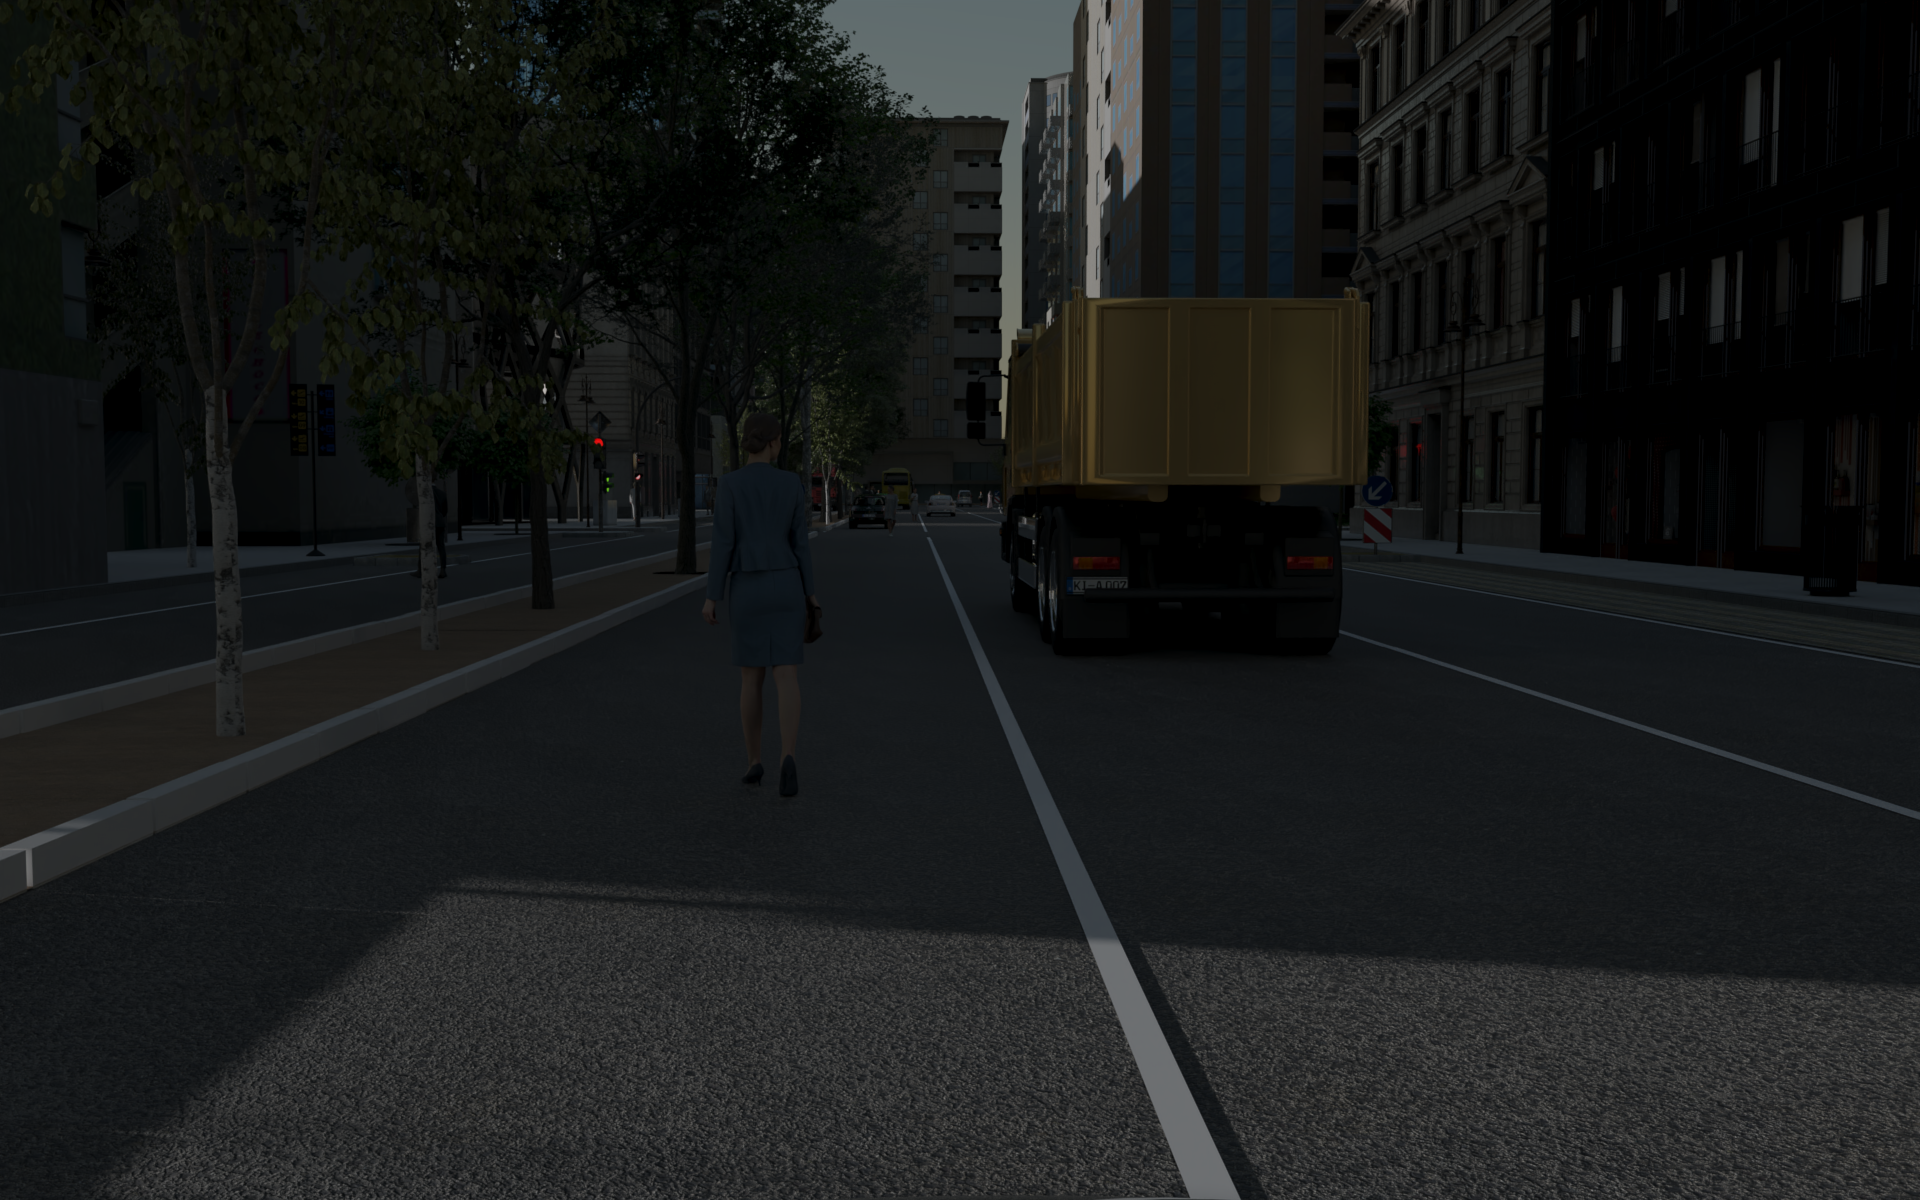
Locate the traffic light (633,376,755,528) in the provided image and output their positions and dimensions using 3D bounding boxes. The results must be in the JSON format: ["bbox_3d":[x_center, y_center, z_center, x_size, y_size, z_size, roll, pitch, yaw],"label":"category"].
[{"bbox_3d":[-10.253,-5.614,66.457,4.771,5.953,1.251,0,4,-2],"label":"traffic light"}]

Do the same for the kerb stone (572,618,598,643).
[{"bbox_3d":[-3.733,0.315,17.039,0.120,0.150,1.000,0,4,-2],"label":"kerb stone"}]

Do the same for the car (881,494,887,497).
[{"bbox_3d":[-6.032,-7.854,137.206,1.959,1.807,4.718,0,3,0],"label":"car"}]

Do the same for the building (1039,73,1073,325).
[{"bbox_3d":[20.793,-35.529,200.508,23.786,49.044,30.456,0,4,-2],"label":"building"}]

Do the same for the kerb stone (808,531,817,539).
[{"bbox_3d":[-4.920,-2.194,58.067,0.120,0.150,1.000,0,4,-2],"label":"kerb stone"}]

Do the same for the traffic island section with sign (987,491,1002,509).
[{"bbox_3d":[4.032,-11.447,195.781,1.989,1.847,2.006,0,4,-2],"label":"traffic island section with sign"}]

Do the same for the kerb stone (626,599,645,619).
[{"bbox_3d":[-3.823,0.128,20.109,0.120,0.150,1.000,0,4,-2],"label":"kerb stone"}]

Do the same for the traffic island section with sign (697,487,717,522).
[{"bbox_3d":[-12.778,-5.056,91.299,1.989,1.847,2.006,0,4,-2],"label":"traffic island section with sign"}]

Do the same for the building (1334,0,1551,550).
[{"bbox_3d":[17.743,-11.173,47.302,10.561,19.102,19.286,0,4,-2],"label":"building"}]

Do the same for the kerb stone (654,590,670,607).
[{"bbox_3d":[-3.878,0.003,22.152,0.120,0.150,1.000,0,4,-2],"label":"kerb stone"}]

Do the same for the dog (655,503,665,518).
[{"bbox_3d":[-16.420,-4.920,94.816,0.800,0.831,0.513,-3,5,-39],"label":"dog"}]

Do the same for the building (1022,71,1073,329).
[{"bbox_3d":[23.077,-42.535,237.442,28.212,58.520,21.231,0,4,-2],"label":"building"}]

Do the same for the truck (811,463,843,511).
[{"bbox_3d":[-11.612,-9.817,149.421,2.839,4.237,11.283,0,4,-1],"label":"truck"}]

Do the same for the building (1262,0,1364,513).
[{"bbox_3d":[16.153,-27.347,97.241,14.600,45.320,14.200,0,4,-2],"label":"building"}]

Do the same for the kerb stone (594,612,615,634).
[{"bbox_3d":[-3.767,0.261,18.061,0.120,0.150,1.000,0,4,-2],"label":"kerb stone"}]

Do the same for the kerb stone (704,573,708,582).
[{"bbox_3d":[-4.028,-0.305,27.276,0.120,0.150,1.000,0,4,-2],"label":"kerb stone"}]

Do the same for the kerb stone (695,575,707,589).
[{"bbox_3d":[-3.998,-0.248,26.254,0.120,0.150,1.000,0,4,-2],"label":"kerb stone"}]

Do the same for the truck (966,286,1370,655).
[{"bbox_3d":[1.941,-1.416,19.069,3.469,3.379,9.791,0,4,-2],"label":"truck"}]

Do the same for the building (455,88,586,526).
[{"bbox_3d":[-25.291,-12.733,75.635,16.820,18.784,16.811,0,4,-2],"label":"building"}]

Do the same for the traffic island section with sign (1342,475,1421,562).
[{"bbox_3d":[8.624,-1.742,37.111,1.989,1.847,2.006,0,4,-2],"label":"traffic island section with sign"}]

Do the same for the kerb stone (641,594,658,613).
[{"bbox_3d":[-3.852,0.065,21.131,0.120,0.150,1.000,0,4,-2],"label":"kerb stone"}]

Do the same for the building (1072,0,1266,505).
[{"bbox_3d":[17.223,-30.528,149.244,14.600,45.320,14.200,0,4,-2],"label":"building"}]

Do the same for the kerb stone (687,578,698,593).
[{"bbox_3d":[-3.976,-0.186,25.231,0.120,0.150,1.000,0,4,-2],"label":"kerb stone"}]

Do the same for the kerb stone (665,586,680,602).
[{"bbox_3d":[-3.912,-0.055,23.174,0.120,0.150,1.000,0,4,-2],"label":"kerb stone"}]

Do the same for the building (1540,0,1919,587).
[{"bbox_3d":[19.034,-12.215,29.393,12.332,23.373,15.834,0,4,-2],"label":"building"}]

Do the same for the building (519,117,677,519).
[{"bbox_3d":[-22.141,-15.266,98.757,9.793,20.994,18.267,0,4,-2],"label":"building"}]

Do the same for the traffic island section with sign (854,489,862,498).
[{"bbox_3d":[-8.385,-8.153,141.437,2.006,1.907,1.989,0,4,-2],"label":"traffic island section with sign"}]

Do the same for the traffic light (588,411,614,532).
[{"bbox_3d":[-12.110,-4.248,58.380,0.839,4.253,0.868,0,4,-2],"label":"traffic light"}]

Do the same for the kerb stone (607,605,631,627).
[{"bbox_3d":[-3.797,0.190,19.085,0.120,0.150,1.000,0,4,-2],"label":"kerb stone"}]

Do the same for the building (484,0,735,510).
[{"bbox_3d":[-31.140,-51.509,154.838,22.319,86.520,31.000,0,4,-2],"label":"building"}]

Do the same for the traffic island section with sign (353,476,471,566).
[{"bbox_3d":[-11.158,-1.645,35.531,1.989,1.847,2.006,0,4,-2],"label":"traffic island section with sign"}]

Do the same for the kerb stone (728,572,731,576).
[{"bbox_3d":[-4.149,-0.562,31.381,0.120,0.150,1.000,0,4,-2],"label":"kerb stone"}]

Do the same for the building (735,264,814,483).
[{"bbox_3d":[-31.380,-33.711,243.054,23.993,40.220,32.217,0,4,-2],"label":"building"}]

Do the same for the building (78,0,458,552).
[{"bbox_3d":[-26.788,-25.769,45.032,21.600,48.544,21.300,0,4,-2],"label":"building"}]

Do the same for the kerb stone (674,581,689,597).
[{"bbox_3d":[-3.947,-0.123,24.209,0.120,0.150,1.000,0,4,-2],"label":"kerb stone"}]

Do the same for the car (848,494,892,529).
[{"bbox_3d":[-3.727,-3.831,72.419,2.009,1.686,4.222,0,4,-1],"label":"car"}]

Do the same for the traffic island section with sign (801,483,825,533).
[{"bbox_3d":[-6.200,-3.559,66.330,2.006,1.907,1.989,0,4,-2],"label":"traffic island section with sign"}]

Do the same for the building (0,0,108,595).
[{"bbox_3d":[-19.110,-20.374,16.703,14.154,41.232,14.086,0,4,-2],"label":"building"}]

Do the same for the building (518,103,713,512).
[{"bbox_3d":[-25.517,-19.942,119.562,14.314,27.812,24.014,0,4,-2],"label":"building"}]

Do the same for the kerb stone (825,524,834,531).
[{"bbox_3d":[-5.257,-2.911,69.798,0.120,0.150,1.000,0,4,-2],"label":"kerb stone"}]

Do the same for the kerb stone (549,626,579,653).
[{"bbox_3d":[-3.702,0.378,16.015,0.120,0.150,1.000,0,4,-2],"label":"kerb stone"}]

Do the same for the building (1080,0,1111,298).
[{"bbox_3d":[23.398,-32.831,126.029,28.713,52.752,27.495,0,4,-2],"label":"building"}]

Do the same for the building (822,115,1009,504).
[{"bbox_3d":[-5.571,-39.852,240.813,27.495,52.752,28.713,0,4,-2],"label":"building"}]

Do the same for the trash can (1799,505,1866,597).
[{"bbox_3d":[10.956,-0.620,21.789,0.748,1.137,0.748,0,3,0],"label":"trash can"}]

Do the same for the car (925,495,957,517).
[{"bbox_3d":[-1.234,-6.049,111.270,2.083,1.381,4.827,0,4,-2],"label":"car"}]

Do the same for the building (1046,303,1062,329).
[{"bbox_3d":[21.918,-19.982,171.746,27.650,21.520,28.899,0,4,-2],"label":"building"}]
